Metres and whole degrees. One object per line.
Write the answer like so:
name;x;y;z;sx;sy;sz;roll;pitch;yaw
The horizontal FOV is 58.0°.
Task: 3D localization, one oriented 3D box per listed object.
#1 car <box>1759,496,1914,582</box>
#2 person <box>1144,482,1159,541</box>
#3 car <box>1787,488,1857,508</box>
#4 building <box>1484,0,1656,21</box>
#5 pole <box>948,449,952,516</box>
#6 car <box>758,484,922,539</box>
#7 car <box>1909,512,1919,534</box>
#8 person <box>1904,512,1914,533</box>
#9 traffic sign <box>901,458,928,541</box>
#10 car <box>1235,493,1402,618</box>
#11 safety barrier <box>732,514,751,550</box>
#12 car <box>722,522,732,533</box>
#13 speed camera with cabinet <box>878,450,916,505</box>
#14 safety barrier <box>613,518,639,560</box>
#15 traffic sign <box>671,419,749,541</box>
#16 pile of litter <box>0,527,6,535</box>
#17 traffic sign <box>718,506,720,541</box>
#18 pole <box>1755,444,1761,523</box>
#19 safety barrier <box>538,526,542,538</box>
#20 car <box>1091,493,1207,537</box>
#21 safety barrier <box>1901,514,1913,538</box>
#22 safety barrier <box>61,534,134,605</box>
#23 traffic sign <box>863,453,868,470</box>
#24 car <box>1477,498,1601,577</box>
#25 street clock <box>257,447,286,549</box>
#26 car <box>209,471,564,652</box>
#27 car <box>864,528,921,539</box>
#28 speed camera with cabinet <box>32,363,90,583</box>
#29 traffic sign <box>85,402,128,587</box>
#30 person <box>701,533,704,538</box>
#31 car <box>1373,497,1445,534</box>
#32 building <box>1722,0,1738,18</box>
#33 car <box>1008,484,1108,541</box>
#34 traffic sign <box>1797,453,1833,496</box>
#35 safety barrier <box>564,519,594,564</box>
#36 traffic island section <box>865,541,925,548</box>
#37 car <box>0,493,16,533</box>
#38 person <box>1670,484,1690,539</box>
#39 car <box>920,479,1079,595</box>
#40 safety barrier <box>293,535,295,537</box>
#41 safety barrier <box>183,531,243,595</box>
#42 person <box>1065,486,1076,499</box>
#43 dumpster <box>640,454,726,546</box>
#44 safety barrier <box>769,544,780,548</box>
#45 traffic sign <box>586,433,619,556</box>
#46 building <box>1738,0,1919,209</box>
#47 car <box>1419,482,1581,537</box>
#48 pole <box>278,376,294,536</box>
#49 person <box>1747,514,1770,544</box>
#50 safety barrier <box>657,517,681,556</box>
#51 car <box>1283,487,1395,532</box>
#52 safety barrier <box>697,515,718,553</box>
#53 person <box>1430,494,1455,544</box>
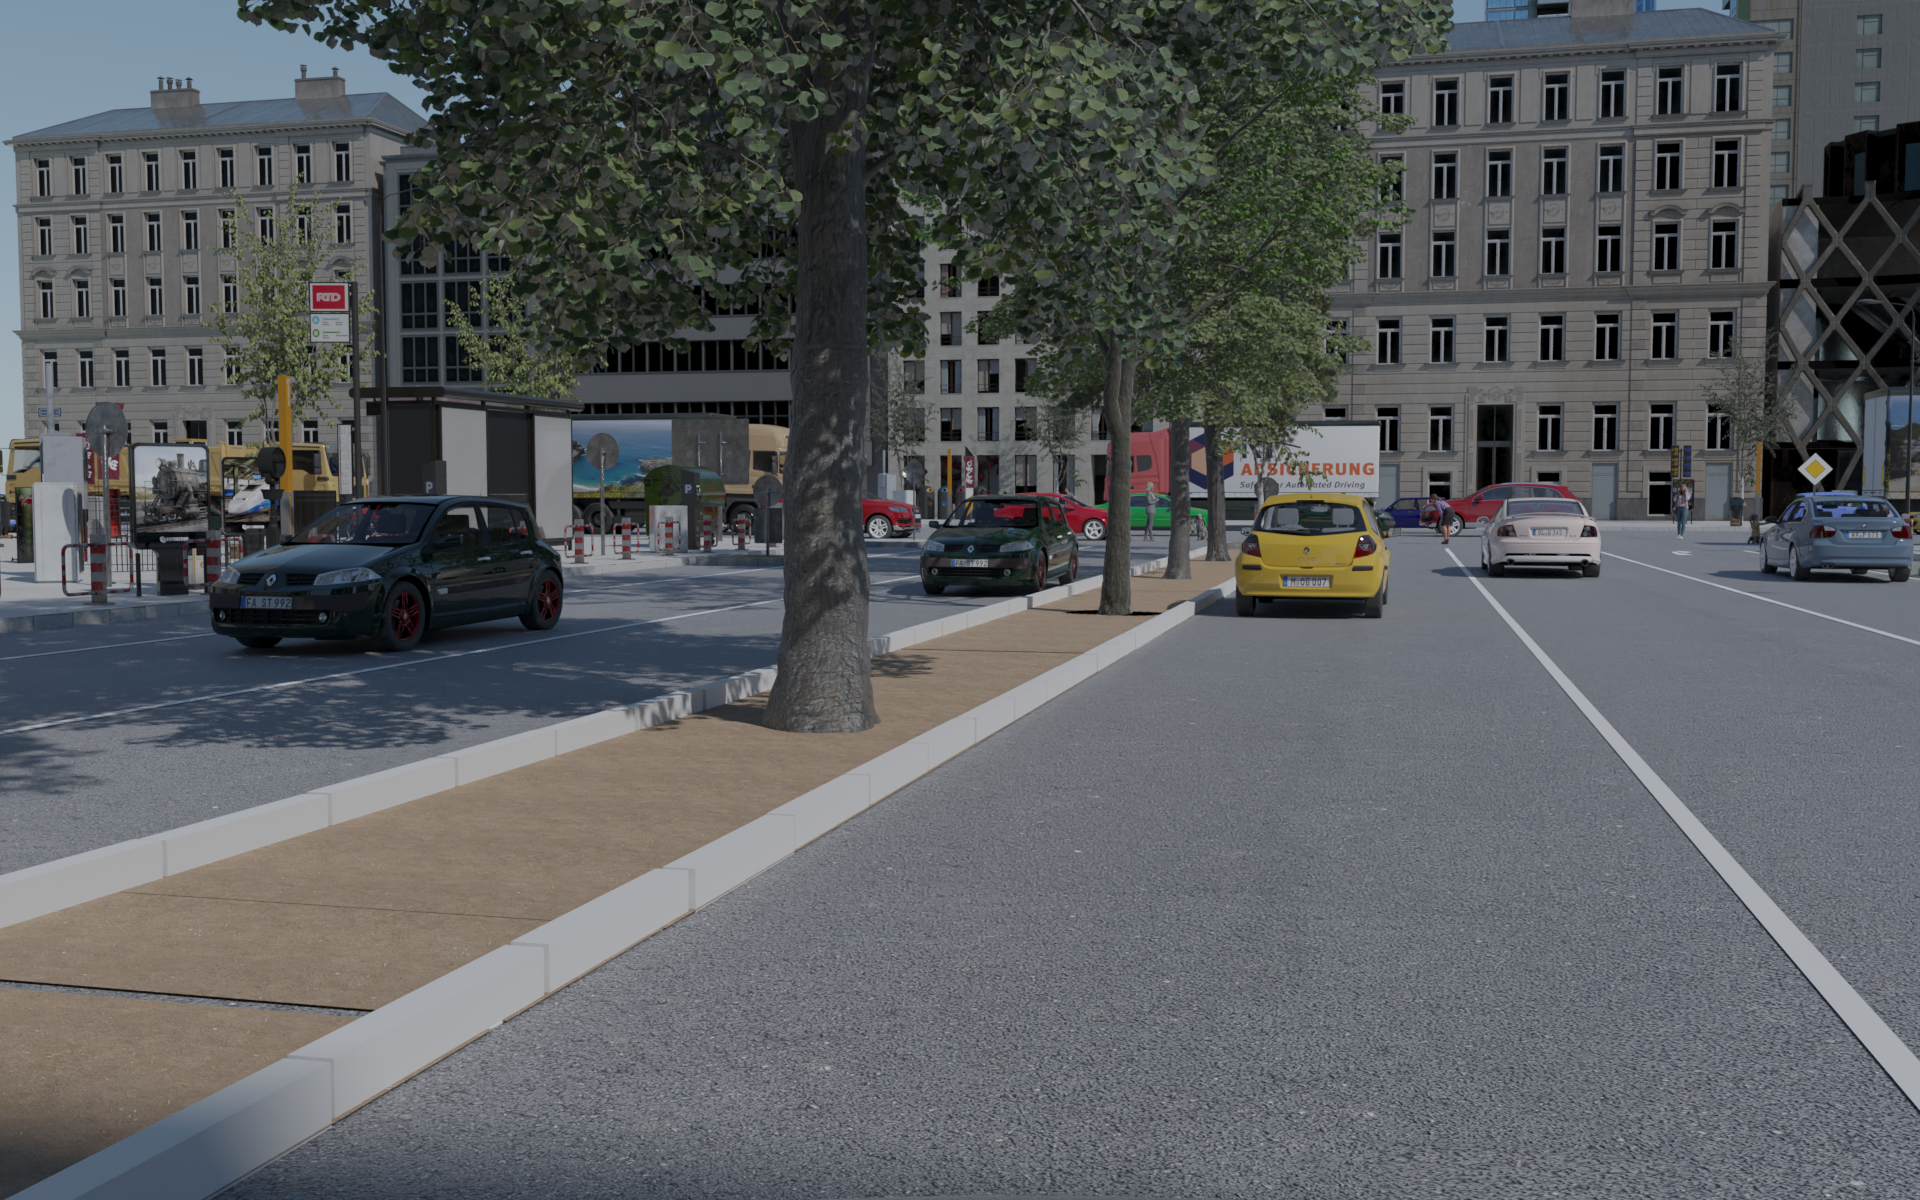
car;14.980;-1.083;29.706;2.014;1.417;4.499;1;4;15
person;5.849;-2.691;52.674;0.526;1.800;0.537;2;4;26
car;30.888;-3.120;60.604;3.694;1.707;1.945;1;4;13
building;84.969;-56.847;242.112;31.000;86.520;22.319;1;4;14
pole;-0.472;-5.164;78.276;0.158;3.312;0.155;0;3;0
car;-3.819;-2.815;54.692;5.304;1.827;2.281;1;4;16
car;35.234;-3.087;60.691;3.980;1.641;2.015;1;4;12
person;34.561;-3.073;62.994;0.306;1.304;0.590;0;4;0
traffic sign;-1.264;-2.697;47.732;0.795;2.450;0.064;1;4;14
car;4.446;-0.693;21.547;2.015;1.641;3.980;1;4;15
safety barrier;-5.001;-1.552;39.651;0.300;0.817;1.120;1;4;14
car;-7.244;-3.234;64.885;4.499;1.417;2.014;1;4;13
speed camera with cabinet;-2.832;-5.085;77.479;0.660;3.252;2.038;-3;5;-41
safety barrier;-6.498;-1.191;33.747;0.300;0.817;1.120;1;4;14
traffic sign;-6.782;-3.249;46.987;2.265;3.308;0.079;1;4;16
pile of litter;-30.250;-2.418;53.501;1.176;0.858;1.719;3;5;40
traffic sign;-6.580;-2.891;47.269;0.884;2.594;0.081;1;4;15
pole;32.550;-4.698;70.652;0.158;3.312;0.155;0;3;0
safety barrier;-7.485;-0.951;29.830;0.300;0.817;1.120;1;4;14
car;6.733;-3.103;59.531;4.718;1.807;1.959;1;4;12
safety barrier;21.980;-1.591;40.281;0.300;0.817;1.120;1;4;14
safety barrier;-9.966;-0.352;20.035;0.300;0.817;1.120;1;4;14
traffic sign;-3.008;-3.008;49.288;0.768;2.556;0.104;1;4;15
car;10.457;-1.160;31.322;2.083;1.381;4.827;1;4;14
street clock;-10.580;-1.352;26.669;0.358;2.002;0.471;0;4;7
car;-5.517;-0.451;17.153;2.009;1.686;4.222;1;4;16
car;-3.488;-2.751;56.974;4.499;1.417;2.014;1;4;16
speed camera with cabinet;-13.365;-1.922;25.755;0.660;3.252;2.038;-1;4;-22
traffic sign;-11.772;-1.454;23.877;0.768;2.556;0.104;1;4;21
person;-7.646;-2.660;51.793;0.447;1.846;0.655;3;4;39
car;16.405;-3.124;63.662;3.894;1.354;1.945;1;4;16
building;79.061;-51.778;159.238;22.319;86.520;31.000;1;4;14
car;3.042;-2.758;54.141;4.494;1.783;2.155;1;4;13
traffic sign;20.782;-2.355;42.151;0.795;2.450;0.064;1;4;14
safety barrier;-6.989;-1.071;31.791;0.300;0.817;1.120;1;4;14
traffic island section;-1.289;-1.561;47.800;2.009;0.180;2.903;1;4;14
car;-36.054;-3.259;62.873;3.694;1.707;1.945;1;4;15
person;23.013;-2.823;55.250;0.593;1.750;0.643;3;5;43
car;0.643;-0.982;25.849;2.009;1.686;4.222;1;4;14
safety barrier;-8.976;-0.591;23.945;0.300;0.817;1.120;1;4;14
safety barrier;-9.471;-0.472;21.990;0.300;0.817;1.120;1;4;14
person;4.262;-3.573;67.648;0.376;1.734;0.841;-1;4;-10
dumpster;-6.764;-2.428;42.192;1.502;2.255;1.985;1;4;14
safety barrier;-4.500;-1.672;41.619;0.300;0.817;1.120;1;4;14
traffic sign;-7.453;-2.201;36.092;0.768;2.556;0.104;1;4;18
building;69.533;-27.903;139.816;14.154;41.232;14.086;1;4;14
car;18.179;-3.032;58.249;5.304;1.827;2.281;1;4;13
pole;-11.646;-2.208;29.937;0.158;3.312;0.155;0;3;0
person;22.970;-2.037;49.733;0.695;0.859;0.347;-1;4;-13
safety barrier;-5.996;-1.312;35.723;0.300;0.817;1.120;1;4;14
car;12.395;-2.941;57.867;4.222;1.686;2.009;1;4;12
safety barrier;-5.496;-1.432;37.687;0.300;0.817;1.120;1;4;14
person;13.761;-2.307;49.449;0.697;1.427;0.421;2;4;30
